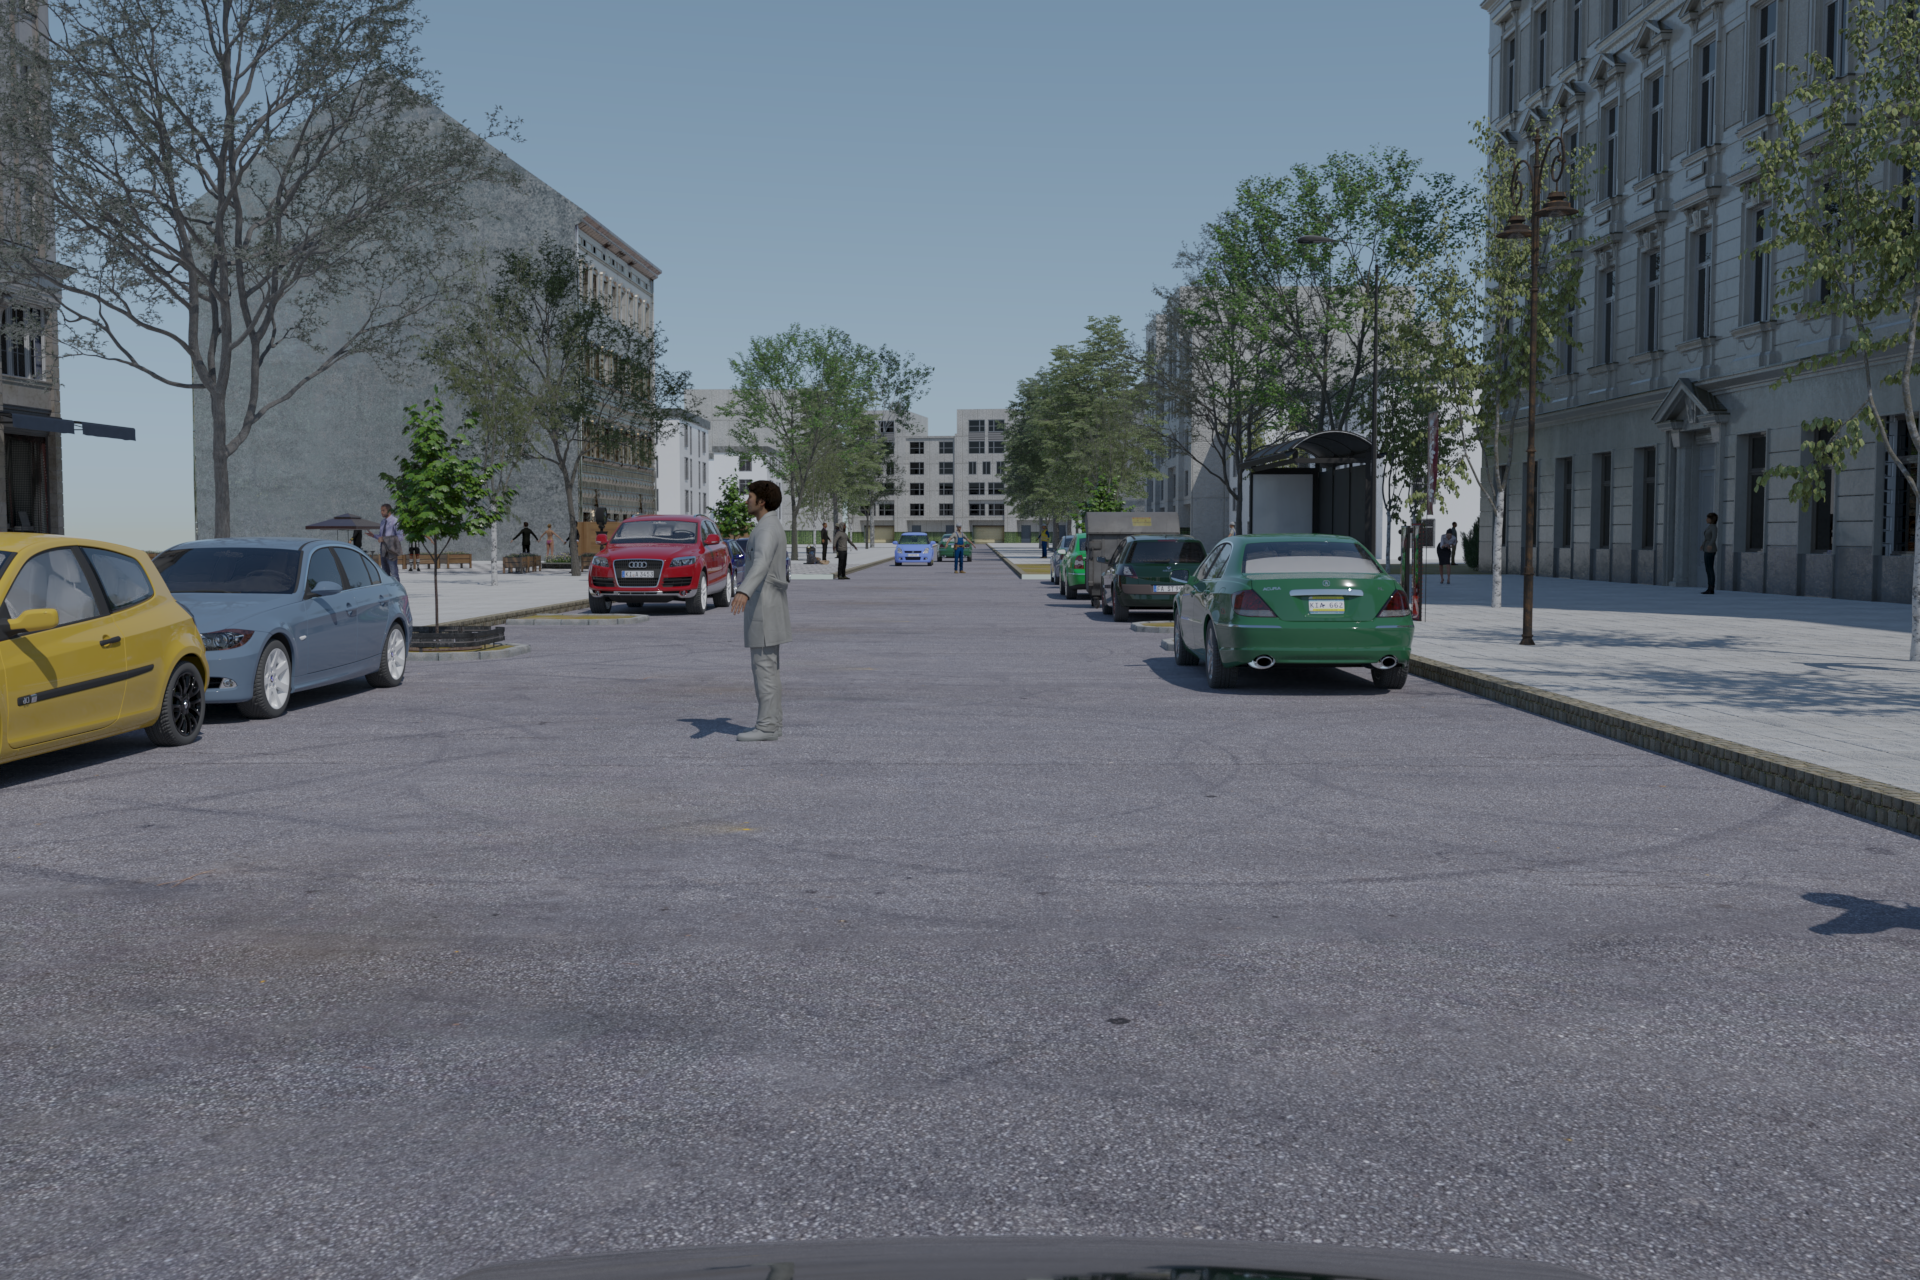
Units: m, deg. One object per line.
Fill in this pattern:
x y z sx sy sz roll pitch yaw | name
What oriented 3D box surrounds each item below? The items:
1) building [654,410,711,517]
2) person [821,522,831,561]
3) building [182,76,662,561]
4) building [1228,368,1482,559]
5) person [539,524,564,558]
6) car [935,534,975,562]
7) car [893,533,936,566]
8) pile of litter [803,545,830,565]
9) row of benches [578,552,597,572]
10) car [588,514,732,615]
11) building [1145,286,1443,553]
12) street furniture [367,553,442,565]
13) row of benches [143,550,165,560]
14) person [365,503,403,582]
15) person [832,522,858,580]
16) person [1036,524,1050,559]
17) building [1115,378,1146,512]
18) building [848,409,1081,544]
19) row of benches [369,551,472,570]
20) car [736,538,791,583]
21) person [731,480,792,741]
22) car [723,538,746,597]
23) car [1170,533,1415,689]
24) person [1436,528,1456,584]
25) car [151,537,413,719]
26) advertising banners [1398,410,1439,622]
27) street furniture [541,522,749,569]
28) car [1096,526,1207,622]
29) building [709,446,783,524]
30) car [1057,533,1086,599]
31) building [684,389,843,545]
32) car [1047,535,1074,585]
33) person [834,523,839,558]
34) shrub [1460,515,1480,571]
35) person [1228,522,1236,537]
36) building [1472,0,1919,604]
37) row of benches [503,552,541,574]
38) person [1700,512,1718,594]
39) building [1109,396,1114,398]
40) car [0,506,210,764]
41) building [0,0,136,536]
-23.170 -11.455 129.436 9.099 9.664 28.070 0 4 0 | building
-6.039 -4.369 77.656 0.704 1.802 1.346 1 4 10 | person
-27.058 -15.902 90.928 19.493 23.208 18.063 0 4 1 | building
22.270 -9.760 101.729 9.099 9.664 28.070 0 4 1 | building
-18.060 -4.259 76.443 1.217 1.733 0.721 1 4 17 | person
-0.284 -4.813 90.495 2.131 1.459 4.920 0 3 0 | car
-2.060 -4.199 78.240 1.945 1.707 3.694 0 4 0 | car
-6.105 -3.650 73.647 1.176 0.858 1.719 0 4 0 | pile of litter
-11.096 -2.668 59.081 4.104 0.672 1.422 -1 4 -22 | row of benches
-5.544 -1.457 32.503 2.281 1.827 5.304 0 4 0 | car
24.084 -16.254 132.206 16.747 18.905 31.486 0 4 0 | building
-26.648 -3.552 73.705 10.072 0.657 5.734 1 4 15 | street furniture
-31.649 -3.176 67.398 4.104 0.672 1.422 2 4 26 | row of benches
-10.533 -1.573 31.632 0.709 1.838 0.599 3 4 36 | person
-3.668 -2.807 54.477 0.705 1.813 1.348 2 4 29 | person
4.405 -5.203 91.036 0.705 1.833 1.349 -2 4 -26 | person
27.346 -22.895 205.254 19.493 23.208 18.063 0 4 1 | building
0.978 -23.405 251.578 31.486 18.905 16.747 1 4 10 | building
-19.647 -2.934 63.435 1.422 0.672 4.104 3 4 39 | row of benches
-5.867 -2.271 49.710 1.945 1.354 3.894 0 4 1 | car
-1.392 -0.213 12.119 0.705 1.806 1.347 0 4 1 | person
-5.934 -1.705 40.459 1.945 1.354 3.894 0 4 0 | car
3.247 -0.348 17.491 2.131 1.459 4.920 0 4 1 | car
12.516 -2.164 44.608 0.628 1.438 0.799 -2 4 -27 | person
-6.149 -0.181 14.959 2.014 1.417 4.499 0 4 1 | car
6.767 -1.799 25.605 0.090 3.025 2.074 0 4 1 | advertising banners
-11.554 -3.665 66.777 11.010 1.723 9.812 1 4 20 | street furniture
3.373 -1.214 29.641 2.009 1.686 4.222 0 4 1 | car
-22.838 -14.502 179.257 9.099 9.664 28.070 0 3 0 | building
3.218 -1.873 39.423 1.959 1.807 4.718 0 4 0 | car
-25.044 -22.059 227.126 16.747 18.905 31.486 0 4 1 | building
3.548 -2.336 50.190 2.014 1.417 4.499 0 4 1 | car
-6.496 -5.244 91.512 0.705 1.856 1.354 0 4 -3 | person
18.257 -3.439 60.277 1.661 2.075 1.752 0 3 0 | shrub
12.376 -4.473 78.991 0.705 1.847 1.347 2 4 24 | person
25.228 -15.882 36.086 17.030 29.872 44.131 0 4 0 | building
-14.614 -2.589 57.786 1.422 0.672 4.104 0 4 -5 | row of benches
15.930 -1.847 36.956 0.721 1.744 1.215 1 4 16 | person
24.700 -22.794 229.097 16.016 20.090 11.380 0 4 1 | building
-6.091 -0.008 10.357 2.015 1.641 3.980 0 4 1 | car
-31.060 -18.184 43.428 12.429 33.558 17.177 0 4 1 | building
